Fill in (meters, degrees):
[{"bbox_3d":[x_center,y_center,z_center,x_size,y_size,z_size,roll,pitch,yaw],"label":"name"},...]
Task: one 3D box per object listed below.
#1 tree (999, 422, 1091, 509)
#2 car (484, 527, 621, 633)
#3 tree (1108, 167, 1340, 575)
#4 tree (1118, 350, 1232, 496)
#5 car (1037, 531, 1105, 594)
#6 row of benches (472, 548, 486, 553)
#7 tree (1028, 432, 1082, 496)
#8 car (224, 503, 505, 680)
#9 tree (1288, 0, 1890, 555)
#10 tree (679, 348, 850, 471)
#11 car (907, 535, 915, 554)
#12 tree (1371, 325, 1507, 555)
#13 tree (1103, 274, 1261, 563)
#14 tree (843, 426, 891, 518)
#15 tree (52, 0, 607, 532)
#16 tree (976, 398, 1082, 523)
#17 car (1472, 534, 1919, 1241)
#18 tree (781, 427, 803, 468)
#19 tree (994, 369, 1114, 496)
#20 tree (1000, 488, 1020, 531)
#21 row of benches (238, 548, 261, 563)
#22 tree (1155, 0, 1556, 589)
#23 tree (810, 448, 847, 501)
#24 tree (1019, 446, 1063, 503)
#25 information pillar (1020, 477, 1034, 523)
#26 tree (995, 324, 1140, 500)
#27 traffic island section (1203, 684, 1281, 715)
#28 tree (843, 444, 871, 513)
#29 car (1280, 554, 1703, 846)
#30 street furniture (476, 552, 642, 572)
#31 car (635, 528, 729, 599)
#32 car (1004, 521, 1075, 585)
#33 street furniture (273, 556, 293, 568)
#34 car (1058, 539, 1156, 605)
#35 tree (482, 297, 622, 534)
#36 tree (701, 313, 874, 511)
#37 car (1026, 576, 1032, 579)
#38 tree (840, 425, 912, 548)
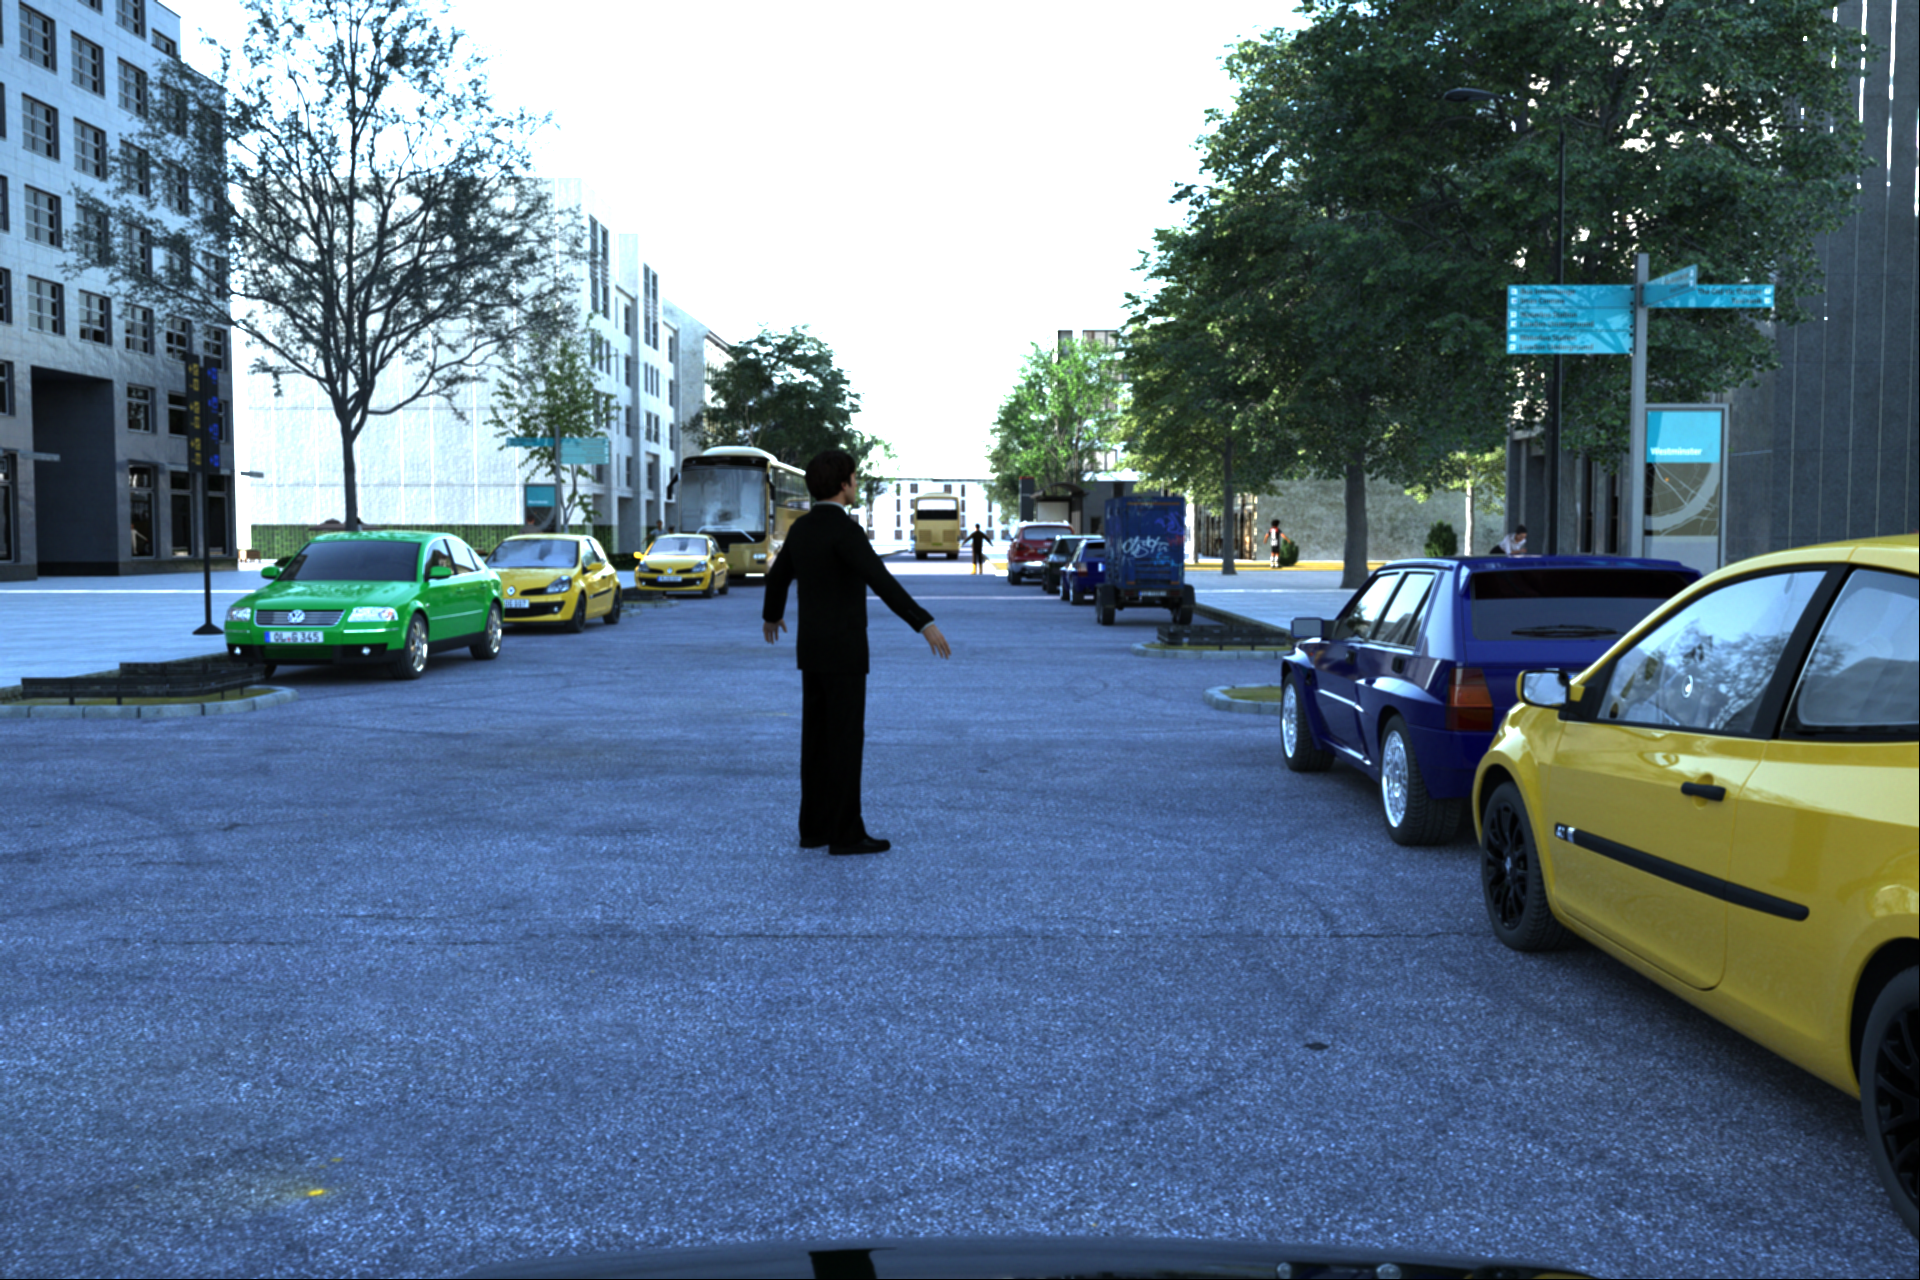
[{"bbox_3d":[6.731,-12.131,132.760,8.767,10.594,7.601,3,5,45],"label":"tree"},{"bbox_3d":[-6.301,-0.978,26.222,2.015,1.641,3.980,0,4,0],"label":"car"},{"bbox_3d":[8.315,-8.306,53.923,7.486,12.596,7.792,0,3,0],"label":"tree"},{"bbox_3d":[7.836,-6.887,62.961,4.737,8.622,4.395,0,3,0],"label":"tree"},{"bbox_3d":[2.935,-2.022,42.848,2.009,1.686,4.222,0,4,0],"label":"car"},{"bbox_3d":[-21.889,-3.792,77.458,4.104,0.672,1.422,0,4,-1],"label":"row of benches"},{"bbox_3d":[5.707,-10.238,117.757,4.360,8.622,3.978,0,3,0],"label":"tree"},{"bbox_3d":[-6.195,-0.589,18.429,1.959,1.807,4.718,0,4,0],"label":"car"},{"bbox_3d":[9.366,-7.332,26.528,9.857,13.997,8.962,0,3,0],"label":"tree"},{"bbox_3d":[-9.637,-9.293,86.352,8.767,10.594,7.601,-1,4,-13],"label":"tree"},{"bbox_3d":[-2.931,-7.163,129.111,2.014,1.417,4.499,0,4,0],"label":"car"},{"bbox_3d":[20.538,-9.338,70.811,7.486,12.596,7.792,0,3,0],"label":"tree"},{"bbox_3d":[10.185,-9.647,75.850,7.486,12.596,7.792,0,3,0],"label":"tree"},{"bbox_3d":[-9.193,-12.611,140.596,7.601,10.594,8.767,-3,5,-42],"label":"tree"},{"bbox_3d":[-12.276,-7.601,34.648,12.009,13.543,11.850,0,3,0],"label":"tree"},{"bbox_3d":[6.090,-14.981,151.596,9.857,13.997,8.962,0,3,0],"label":"tree"},{"bbox_3d":[2.739,0.331,4.817,2.015,1.641,3.980,0,4,-1],"label":"car"},{"bbox_3d":[-9.599,-9.664,108.373,4.737,8.622,4.395,0,3,0],"label":"tree"},{"bbox_3d":[5.786,-10.944,104.684,9.928,11.665,9.643,0,3,0],"label":"tree"},{"bbox_3d":[5.608,-13.247,166.945,4.737,8.622,4.395,0,3,0],"label":"tree"},{"bbox_3d":[-32.395,-3.830,78.082,1.422,0.672,4.104,-3,4,-37],"label":"row of benches"},{"bbox_3d":[9.259,-8.170,40.242,9.857,13.997,8.962,0,3,0],"label":"tree"},{"bbox_3d":[-10.040,-10.119,115.812,4.360,8.622,3.978,0,3,0],"label":"tree"},{"bbox_3d":[6.187,-11.732,142.174,4.360,8.622,3.978,0,3,0],"label":"tree"},{"bbox_3d":[3.037,-5.455,78.569,0.750,3.857,0.750,0,4,0],"label":"information pillar"},{"bbox_3d":[5.638,-9.793,85.869,9.928,11.665,9.643,0,3,0],"label":"tree"},{"bbox_3d":[3.090,0.506,14.594,1.991,0.108,1.994,0,4,0],"label":"traffic island section"},{"bbox_3d":[-8.983,-10.896,128.517,4.737,8.622,4.395,0,3,0],"label":"tree"},{"bbox_3d":[2.848,0.200,9.307,1.945,1.354,3.894,0,4,0],"label":"car"},{"bbox_3d":[-12.474,-2.830,61.903,10.072,0.657,5.734,0,4,2],"label":"street furniture"},{"bbox_3d":[-6.350,-1.804,39.714,2.015,1.641,3.980,0,4,0],"label":"car"},{"bbox_3d":[2.429,-2.541,50.220,2.281,1.827,5.304,0,3,0],"label":"car"},{"bbox_3d":[-22.865,-3.189,67.770,5.734,0.657,10.072,1,4,10],"label":"street furniture"},{"bbox_3d":[3.060,-1.448,36.255,1.945,1.354,3.894,0,4,-1],"label":"car"},{"bbox_3d":[-12.280,-6.294,53.267,4.737,8.622,4.395,0,3,0],"label":"tree"},{"bbox_3d":[-9.845,-11.767,99.052,9.857,13.997,8.962,0,3,0],"label":"tree"},{"bbox_3d":[2.940,-2.849,56.810,2.015,1.641,3.980,0,4,0],"label":"car"},{"bbox_3d":[-8.681,-14.601,164.486,9.928,11.665,9.643,0,3,0],"label":"tree"}]
